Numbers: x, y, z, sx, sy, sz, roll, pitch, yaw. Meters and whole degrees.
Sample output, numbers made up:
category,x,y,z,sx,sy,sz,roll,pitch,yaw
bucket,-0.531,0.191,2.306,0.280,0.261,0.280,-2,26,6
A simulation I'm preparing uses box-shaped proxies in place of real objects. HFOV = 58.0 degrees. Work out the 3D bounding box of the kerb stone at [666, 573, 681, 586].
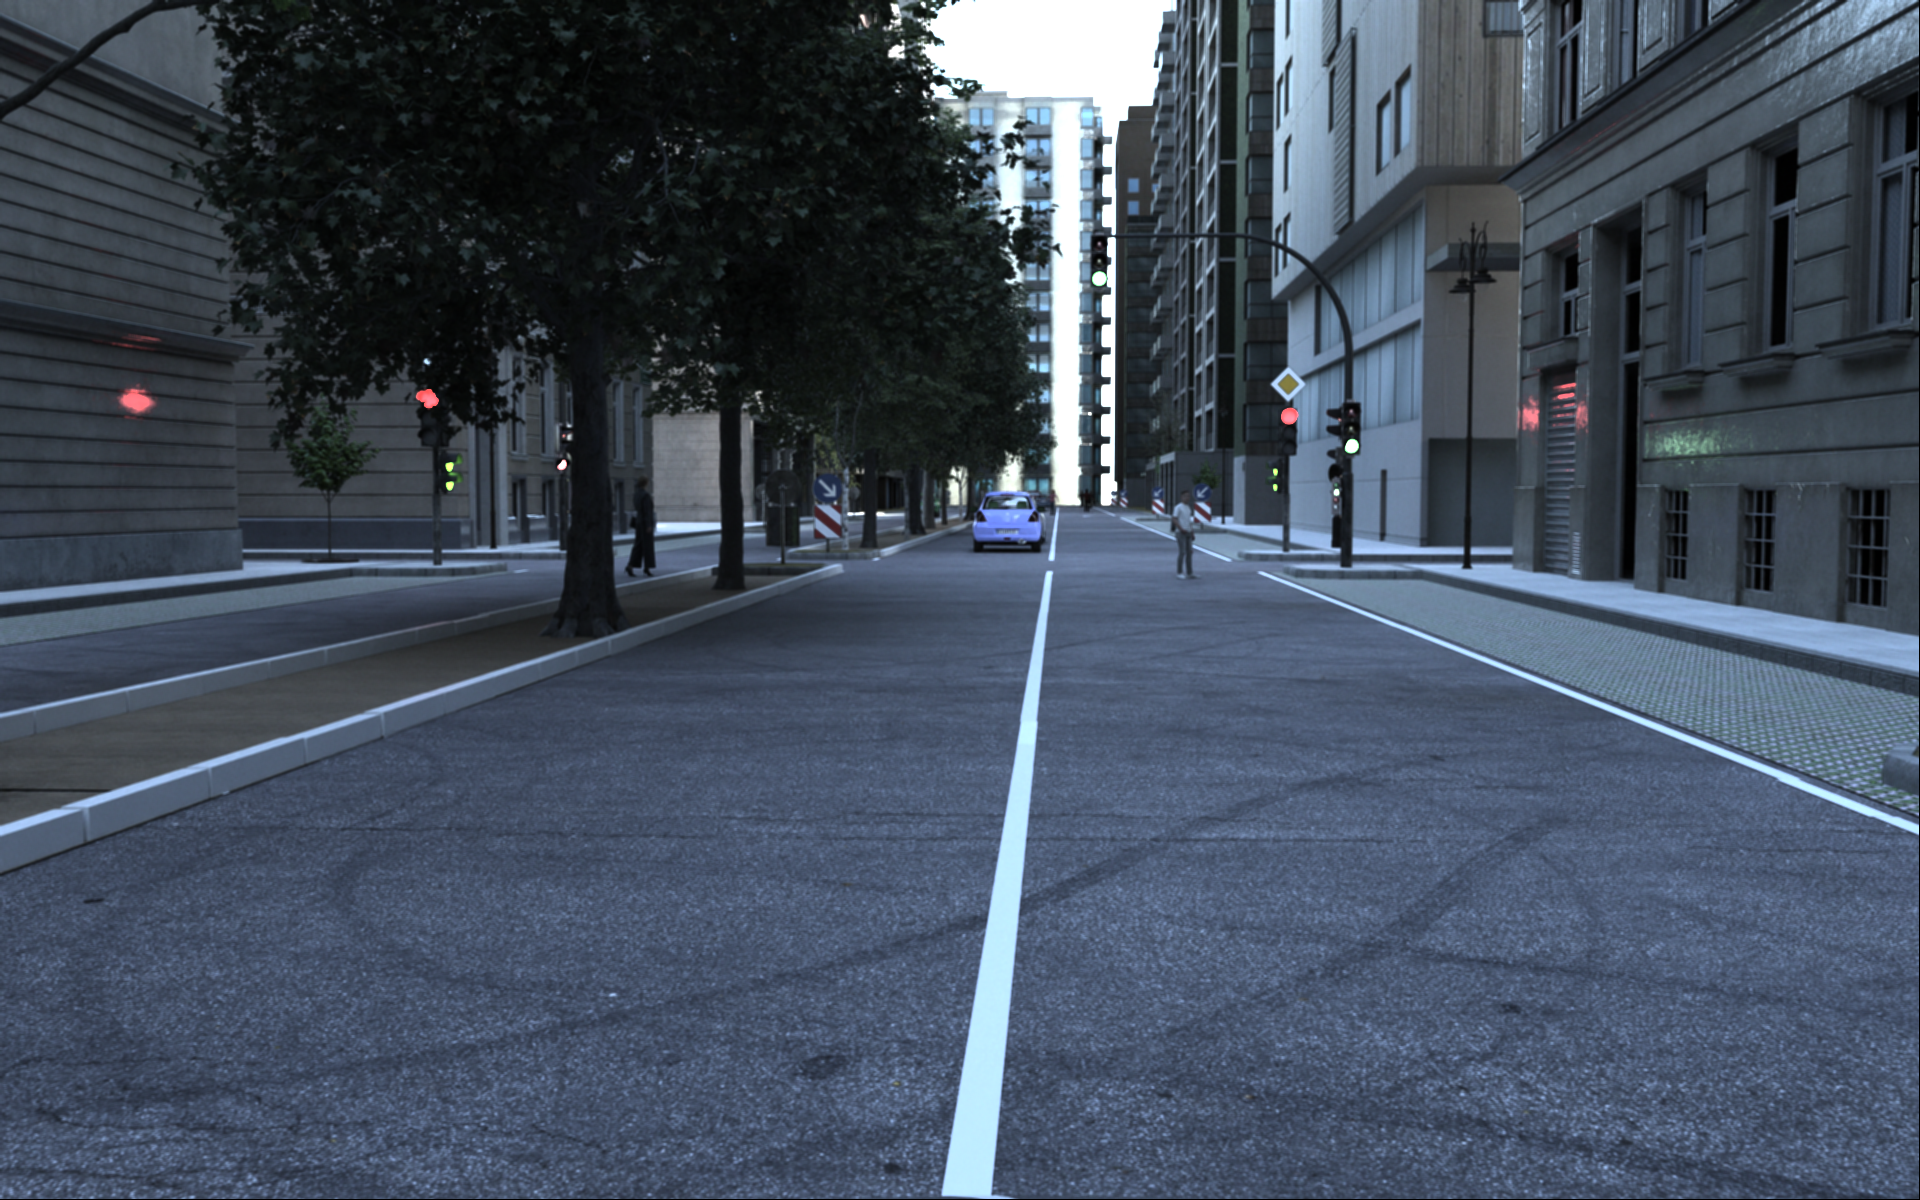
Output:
category,x,y,z,sx,sy,sz,roll,pitch,yaw
kerb stone,-4.577,-0.302,27.136,0.120,0.150,1.000,0,4,3

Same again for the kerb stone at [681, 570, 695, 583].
category,x,y,z,sx,sy,sz,roll,pitch,yaw
kerb stone,-4.517,-0.365,28.157,0.120,0.150,1.000,0,4,3

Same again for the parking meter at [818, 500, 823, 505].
category,x,y,z,sx,sy,sz,roll,pitch,yaw
parking meter,-9.101,-6.411,113.236,0.372,1.533,0.369,0,3,0

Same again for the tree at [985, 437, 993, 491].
category,x,y,z,sx,sy,sz,roll,pitch,yaw
tree,0.067,-8.180,86.564,4.737,8.622,4.395,0,3,0

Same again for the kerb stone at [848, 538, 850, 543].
category,x,y,z,sx,sy,sz,roll,pitch,yaw
kerb stone,-3.310,-1.650,49.188,0.120,0.150,1.000,0,4,3

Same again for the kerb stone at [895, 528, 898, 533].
category,x,y,z,sx,sy,sz,roll,pitch,yaw
kerb stone,-2.488,-2.521,63.510,0.120,0.150,1.000,0,4,3

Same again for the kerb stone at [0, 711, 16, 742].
category,x,y,z,sx,sy,sz,roll,pitch,yaw
kerb stone,-5.573,0.760,9.762,0.120,0.150,1.000,0,4,3

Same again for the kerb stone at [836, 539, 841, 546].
category,x,y,z,sx,sy,sz,roll,pitch,yaw
kerb stone,-3.430,-1.524,47.147,0.120,0.150,1.000,0,4,3

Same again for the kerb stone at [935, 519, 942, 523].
category,x,y,z,sx,sy,sz,roll,pitch,yaw
kerb stone,-1.068,-4.031,88.104,0.120,0.150,1.000,0,4,3

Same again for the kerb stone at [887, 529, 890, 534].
category,x,y,z,sx,sy,sz,roll,pitch,yaw
kerb stone,-2.655,-2.336,60.442,0.120,0.150,1.000,0,4,3

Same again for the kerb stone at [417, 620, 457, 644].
category,x,y,z,sx,sy,sz,roll,pitch,yaw
kerb stone,-5.169,0.323,16.916,0.120,0.150,1.000,0,4,3

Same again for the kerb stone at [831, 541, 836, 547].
category,x,y,z,sx,sy,sz,roll,pitch,yaw
kerb stone,-3.485,-1.464,46.126,0.120,0.150,1.000,0,4,3

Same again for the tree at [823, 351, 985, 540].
category,x,y,z,sx,sy,sz,roll,pitch,yaw
tree,-1.610,-6.122,52.918,4.737,8.622,4.395,0,3,0

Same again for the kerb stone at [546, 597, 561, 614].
category,x,y,z,sx,sy,sz,roll,pitch,yaw
kerb stone,-4.931,0.072,21.011,0.120,0.150,1.000,0,4,3

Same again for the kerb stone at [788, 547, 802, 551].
category,x,y,z,sx,sy,sz,roll,pitch,yaw
kerb stone,-3.838,-1.087,39.974,0.120,0.150,1.000,0,4,3

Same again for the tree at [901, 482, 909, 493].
category,x,y,z,sx,sy,sz,roll,pitch,yaw
tree,-4.524,-10.261,162.375,1.663,3.219,1.824,0,3,0

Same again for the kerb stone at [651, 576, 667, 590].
category,x,y,z,sx,sy,sz,roll,pitch,yaw
kerb stone,-4.637,-0.240,26.116,0.120,0.150,1.000,0,4,3

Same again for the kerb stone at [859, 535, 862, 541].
category,x,y,z,sx,sy,sz,roll,pitch,yaw
kerb stone,-3.126,-1.839,52.258,0.120,0.150,1.000,0,4,3

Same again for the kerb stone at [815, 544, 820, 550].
category,x,y,z,sx,sy,sz,roll,pitch,yaw
kerb stone,-3.660,-1.273,43.048,0.120,0.150,1.000,0,4,3

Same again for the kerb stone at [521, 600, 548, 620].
category,x,y,z,sx,sy,sz,roll,pitch,yaw
kerb stone,-4.991,0.137,19.982,0.120,0.150,1.000,0,4,3

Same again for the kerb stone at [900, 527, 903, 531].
category,x,y,z,sx,sy,sz,roll,pitch,yaw
kerb stone,-2.363,-2.652,65.555,0.120,0.150,1.000,0,4,3

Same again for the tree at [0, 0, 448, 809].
category,x,y,z,sx,sy,sz,roll,pitch,yaw
tree,-4.812,-4.853,7.557,9.928,11.665,9.643,0,3,0

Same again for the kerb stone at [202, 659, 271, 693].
category,x,y,z,sx,sy,sz,roll,pitch,yaw
kerb stone,-5.412,0.575,12.829,0.120,0.150,1.000,0,4,3

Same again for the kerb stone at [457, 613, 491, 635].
category,x,y,z,sx,sy,sz,roll,pitch,yaw
kerb stone,-5.105,0.273,17.942,0.120,0.150,1.000,0,4,3

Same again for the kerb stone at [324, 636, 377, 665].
category,x,y,z,sx,sy,sz,roll,pitch,yaw
kerb stone,-5.283,0.450,14.869,0.120,0.150,1.000,0,4,3

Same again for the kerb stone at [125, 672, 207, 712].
category,x,y,z,sx,sy,sz,roll,pitch,yaw
kerb stone,-5.460,0.635,11.808,0.120,0.150,1.000,0,4,3

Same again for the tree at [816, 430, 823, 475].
category,x,y,z,sx,sy,sz,roll,pitch,yaw
tree,-7.895,-9.833,111.127,4.737,8.622,4.395,0,3,0

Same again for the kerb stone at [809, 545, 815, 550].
category,x,y,z,sx,sy,sz,roll,pitch,yaw
kerb stone,-3.719,-1.213,42.023,0.120,0.150,1.000,0,4,3

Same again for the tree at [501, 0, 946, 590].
category,x,y,z,sx,sy,sz,roll,pitch,yaw
tree,-3.510,-6.445,25.968,7.486,12.596,7.792,0,3,0

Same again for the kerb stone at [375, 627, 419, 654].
category,x,y,z,sx,sy,sz,roll,pitch,yaw
kerb stone,-5.230,0.387,15.889,0.120,0.150,1.000,0,4,3

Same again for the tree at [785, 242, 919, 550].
category,x,y,z,sx,sy,sz,roll,pitch,yaw
tree,-2.659,-5.336,40.055,4.360,8.622,3.978,0,3,0

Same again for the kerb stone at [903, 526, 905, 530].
category,x,y,z,sx,sy,sz,roll,pitch,yaw
kerb stone,-2.308,-2.711,66.582,0.120,0.150,1.000,0,4,3

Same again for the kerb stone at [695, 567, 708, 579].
category,x,y,z,sx,sy,sz,roll,pitch,yaw
kerb stone,-4.457,-0.427,29.183,0.120,0.150,1.000,0,4,3

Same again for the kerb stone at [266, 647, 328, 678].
category,x,y,z,sx,sy,sz,roll,pitch,yaw
kerb stone,-5.348,0.514,13.849,0.120,0.150,1.000,0,4,3

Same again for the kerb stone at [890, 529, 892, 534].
category,x,y,z,sx,sy,sz,roll,pitch,yaw
kerb stone,-2.600,-2.399,61.463,0.120,0.150,1.000,0,4,3

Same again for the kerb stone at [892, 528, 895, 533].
category,x,y,z,sx,sy,sz,roll,pitch,yaw
kerb stone,-2.545,-2.464,62.487,0.120,0.150,1.000,0,4,3

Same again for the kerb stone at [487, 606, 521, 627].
category,x,y,z,sx,sy,sz,roll,pitch,yaw
kerb stone,-5.049,0.198,18.962,0.120,0.150,1.000,0,4,3

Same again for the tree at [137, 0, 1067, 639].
category,x,y,z,sx,sy,sz,roll,pitch,yaw
tree,-3.742,-5.986,17.331,9.611,12.733,9.660,0,3,0

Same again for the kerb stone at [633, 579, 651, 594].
category,x,y,z,sx,sy,sz,roll,pitch,yaw
kerb stone,-4.692,-0.177,25.092,0.120,0.150,1.000,0,4,3

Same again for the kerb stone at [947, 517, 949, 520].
category,x,y,z,sx,sy,sz,roll,pitch,yaw
kerb stone,-0.824,-4.280,92.194,0.120,0.150,1.000,0,4,3

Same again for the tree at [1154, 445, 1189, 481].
category,x,y,z,sx,sy,sz,roll,pitch,yaw
tree,14.619,-8.079,115.810,4.285,4.588,4.351,0,3,0

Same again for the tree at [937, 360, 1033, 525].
category,x,y,z,sx,sy,sz,roll,pitch,yaw
tree,-0.676,-8.771,80.279,8.767,10.594,7.601,0,4,3

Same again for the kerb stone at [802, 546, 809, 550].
category,x,y,z,sx,sy,sz,roll,pitch,yaw
kerb stone,-3.778,-1.147,40.998,0.120,0.150,1.000,0,4,3

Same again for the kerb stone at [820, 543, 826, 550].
category,x,y,z,sx,sy,sz,roll,pitch,yaw
kerb stone,-3.602,-1.338,44.073,0.120,0.150,1.000,0,4,3

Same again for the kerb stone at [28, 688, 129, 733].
category,x,y,z,sx,sy,sz,roll,pitch,yaw
kerb stone,-5.517,0.698,10.787,0.120,0.150,1.000,0,4,3

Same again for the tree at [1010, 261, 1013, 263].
category,x,y,z,sx,sy,sz,roll,pitch,yaw
tree,-2.481,-7.667,45.947,7.486,12.596,7.792,0,3,0

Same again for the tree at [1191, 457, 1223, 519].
category,x,y,z,sx,sy,sz,roll,pitch,yaw
tree,12.794,-5.868,90.545,1.663,3.219,1.824,0,3,0

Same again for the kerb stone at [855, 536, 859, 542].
category,x,y,z,sx,sy,sz,roll,pitch,yaw
kerb stone,-3.186,-1.775,51.237,0.120,0.150,1.000,0,4,3

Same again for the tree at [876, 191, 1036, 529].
category,x,y,z,sx,sy,sz,roll,pitch,yaw
tree,-1.343,-9.882,70.683,9.857,13.997,8.962,0,3,0

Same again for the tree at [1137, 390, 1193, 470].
category,x,y,z,sx,sy,sz,roll,pitch,yaw
tree,14.532,-10.411,120.588,4.360,8.622,3.978,0,3,0

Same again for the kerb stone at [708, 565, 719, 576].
category,x,y,z,sx,sy,sz,roll,pitch,yaw
kerb stone,-4.399,-0.490,30.203,0.120,0.150,1.000,0,4,3

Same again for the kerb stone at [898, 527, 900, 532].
category,x,y,z,sx,sy,sz,roll,pitch,yaw
kerb stone,-2.420,-2.590,64.534,0.120,0.150,1.000,0,4,3

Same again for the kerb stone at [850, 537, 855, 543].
category,x,y,z,sx,sy,sz,roll,pitch,yaw
kerb stone,-3.250,-1.713,50.209,0.120,0.150,1.000,0,4,3

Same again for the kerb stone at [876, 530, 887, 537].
category,x,y,z,sx,sy,sz,roll,pitch,yaw
kerb stone,-2.713,-2.277,59.421,0.120,0.150,1.000,0,4,3

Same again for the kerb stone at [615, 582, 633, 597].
category,x,y,z,sx,sy,sz,roll,pitch,yaw
kerb stone,-4.762,-0.115,24.072,0.120,0.150,1.000,0,4,3
